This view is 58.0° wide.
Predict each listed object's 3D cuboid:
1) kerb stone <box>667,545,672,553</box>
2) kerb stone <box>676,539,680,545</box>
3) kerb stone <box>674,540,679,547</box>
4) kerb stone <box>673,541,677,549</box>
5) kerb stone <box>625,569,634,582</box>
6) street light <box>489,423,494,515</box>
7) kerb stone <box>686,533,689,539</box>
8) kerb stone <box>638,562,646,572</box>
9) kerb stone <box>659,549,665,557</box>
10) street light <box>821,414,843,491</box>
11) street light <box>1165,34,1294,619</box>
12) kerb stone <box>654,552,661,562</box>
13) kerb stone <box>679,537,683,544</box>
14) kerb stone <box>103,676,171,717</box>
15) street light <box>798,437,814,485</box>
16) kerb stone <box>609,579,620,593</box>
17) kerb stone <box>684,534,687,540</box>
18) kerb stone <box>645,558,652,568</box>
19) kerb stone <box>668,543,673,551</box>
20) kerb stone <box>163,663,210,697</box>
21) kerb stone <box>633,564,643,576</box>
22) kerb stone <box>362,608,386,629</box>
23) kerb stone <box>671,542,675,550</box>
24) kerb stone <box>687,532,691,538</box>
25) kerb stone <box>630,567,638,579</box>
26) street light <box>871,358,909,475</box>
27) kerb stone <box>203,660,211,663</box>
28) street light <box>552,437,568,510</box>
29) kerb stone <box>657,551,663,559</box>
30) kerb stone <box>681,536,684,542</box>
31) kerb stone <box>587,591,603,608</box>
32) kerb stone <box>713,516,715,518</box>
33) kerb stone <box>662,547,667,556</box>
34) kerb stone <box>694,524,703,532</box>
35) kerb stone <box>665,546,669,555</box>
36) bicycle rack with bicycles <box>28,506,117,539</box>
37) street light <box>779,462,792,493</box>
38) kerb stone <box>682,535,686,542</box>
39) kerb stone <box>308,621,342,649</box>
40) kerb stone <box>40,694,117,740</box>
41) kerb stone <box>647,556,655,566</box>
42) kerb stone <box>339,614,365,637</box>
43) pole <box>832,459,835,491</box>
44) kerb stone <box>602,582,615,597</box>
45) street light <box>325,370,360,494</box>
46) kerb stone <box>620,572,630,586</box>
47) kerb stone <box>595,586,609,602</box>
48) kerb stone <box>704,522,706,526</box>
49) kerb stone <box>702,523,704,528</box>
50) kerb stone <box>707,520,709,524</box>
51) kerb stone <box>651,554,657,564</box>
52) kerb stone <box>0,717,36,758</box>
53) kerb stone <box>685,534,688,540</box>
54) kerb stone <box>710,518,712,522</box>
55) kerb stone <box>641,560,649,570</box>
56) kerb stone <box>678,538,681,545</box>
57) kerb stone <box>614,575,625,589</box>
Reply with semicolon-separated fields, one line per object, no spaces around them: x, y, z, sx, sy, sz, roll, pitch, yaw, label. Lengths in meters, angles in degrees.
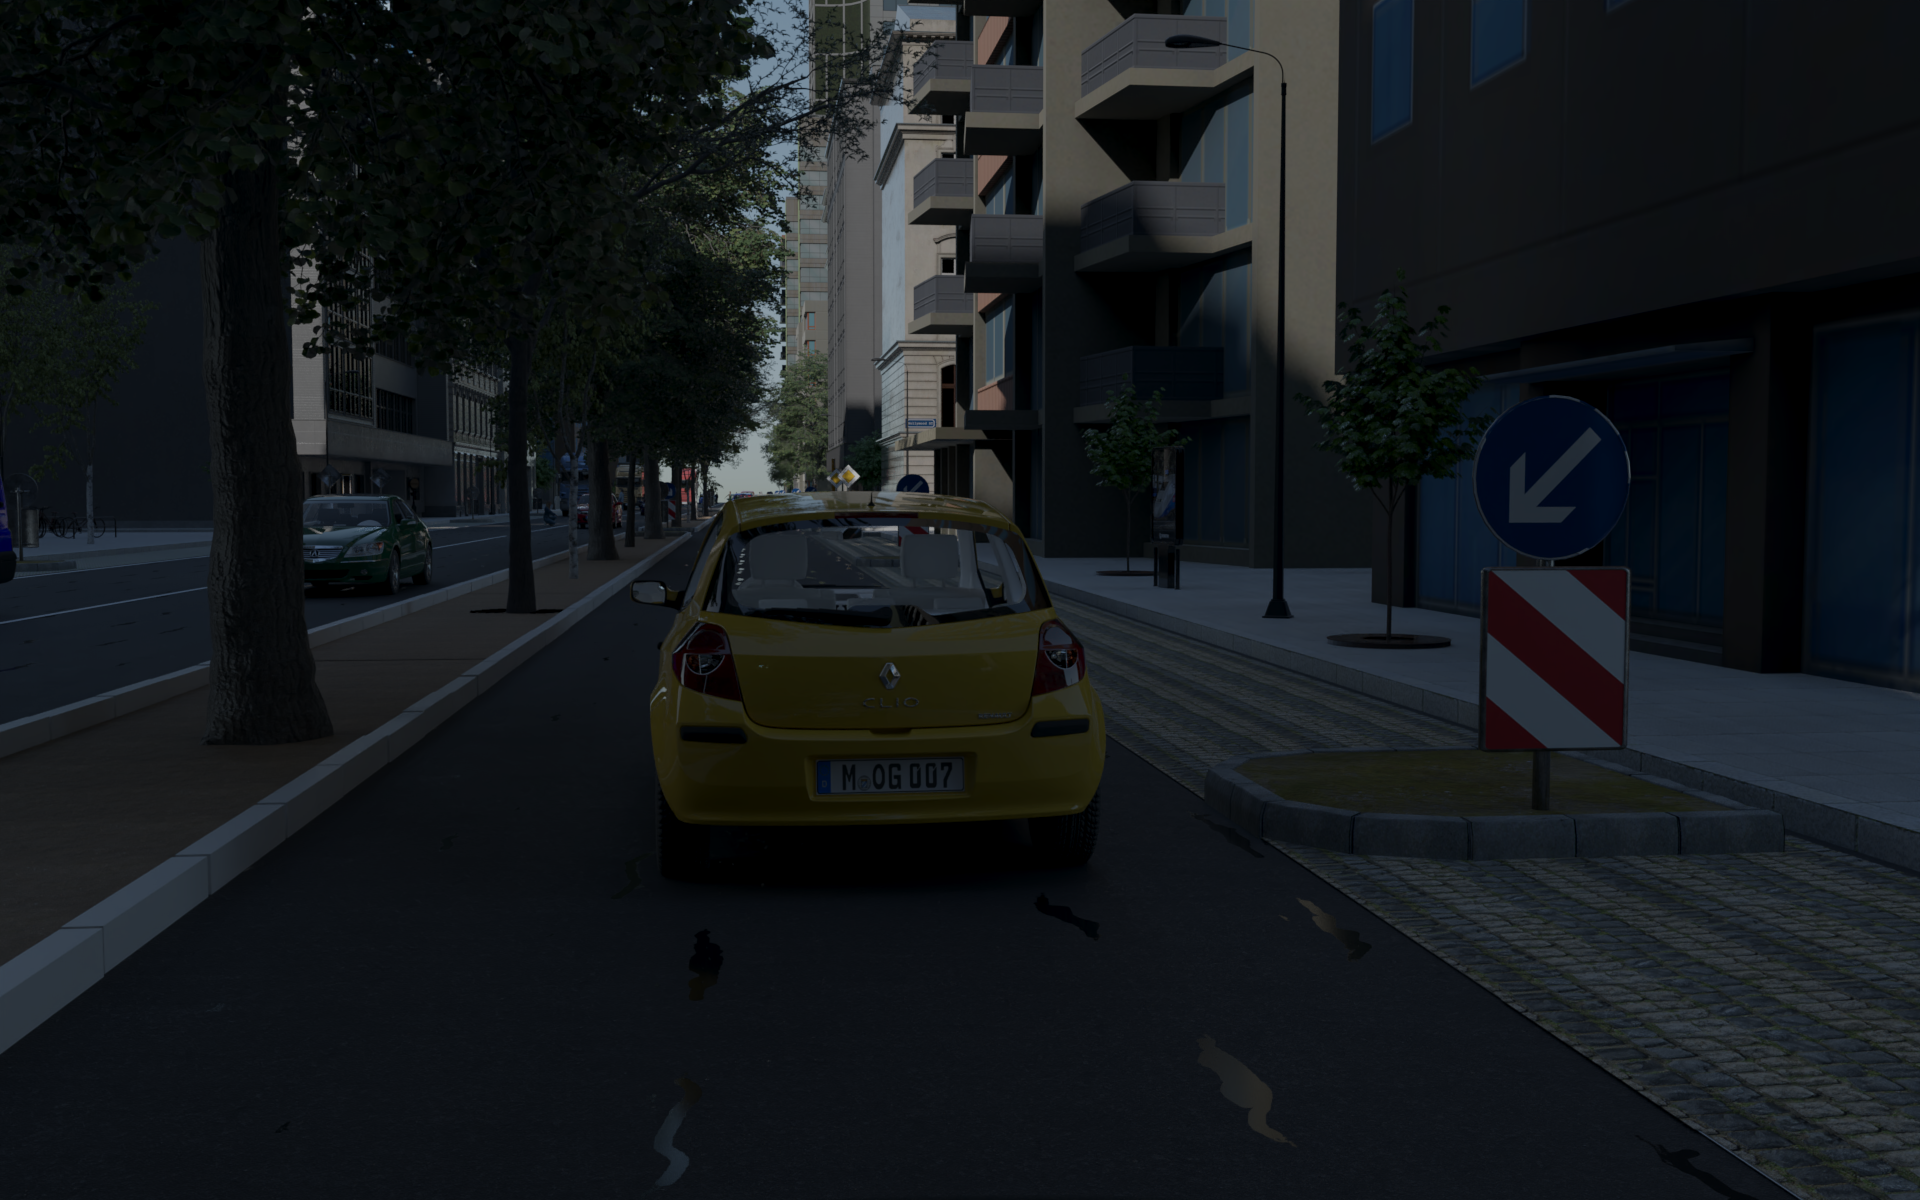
-7.022;-1.169;41.313;0.120;0.150;1.000;0;4;-7;kerb stone
-7.647;-1.480;46.387;0.120;0.150;1.000;0;4;-7;kerb stone
-7.520;-1.411;45.372;0.120;0.150;1.000;0;4;-7;kerb stone
-7.400;-1.354;44.357;0.120;0.150;1.000;0;4;-7;kerb stone
-5.419;-0.360;28.081;0.120;0.150;1.000;0;4;-7;kerb stone
-28.197;-8.172;106.151;1.470;5.913;1.316;0;4;-7;street light
-8.521;-1.916;53.518;0.120;0.150;1.000;0;4;-7;kerb stone
-5.784;-0.546;31.130;0.120;0.150;1.000;0;4;-7;kerb stone
-6.654;-0.979;38.245;0.120;0.150;1.000;0;4;-7;kerb stone
-7.377;-7.840;100.731;1.470;5.913;1.316;0;4;-7;street light
2.763;-2.765;17.744;1.470;5.913;1.316;0;4;-7;street light
-6.402;-0.857;36.215;0.120;0.150;1.000;0;4;-7;kerb stone
-7.899;-1.602;48.433;0.120;0.150;1.000;0;4;-7;kerb stone
-5.497;0.653;11.522;0.120;0.150;1.000;0;4;-7;kerb stone
-12.579;-10.354;141.837;1.470;5.913;1.316;0;4;-7;street light
-5.040;-0.172;25.014;0.120;0.150;1.000;0;4;-7;kerb stone
-8.271;-1.791;51.477;0.120;0.150;1.000;0;4;-7;kerb stone
-6.038;-0.671;33.170;0.120;0.150;1.000;0;4;-7;kerb stone
-7.152;-1.231;42.327;0.120;0.150;1.000;0;4;-7;kerb stone
-5.632;0.599;12.536;0.120;0.150;1.000;0;4;-7;kerb stone
-5.656;-0.483;30.116;0.120;0.150;1.000;0;4;-7;kerb stone
-6.372;0.221;18.632;0.120;0.150;1.000;0;4;-7;kerb stone
-7.273;-1.293;43.342;0.120;0.150;1.000;0;4;-7;kerb stone
-8.642;-1.978;54.538;0.120;0.150;1.000;0;4;-7;kerb stone
-5.543;-0.421;29.100;0.120;0.150;1.000;0;4;-7;kerb stone
-2.335;-5.298;59.156;1.470;5.913;1.316;0;4;-7;street light
-5.744;0.529;13.551;0.120;0.150;1.000;0;4;-7;kerb stone
-32.492;-10.285;140.707;1.470;5.913;1.316;0;4;-7;street light
-6.526;-0.915;37.230;0.120;0.150;1.000;0;4;-7;kerb stone
-8.018;-1.666;49.448;0.120;0.150;1.000;0;4;-7;kerb stone
-4.660;0.015;21.951;0.120;0.150;1.000;0;4;-7;kerb stone
-13.189;-4.251;91.699;0.120;0.150;1.000;0;4;-7;kerb stone
-6.779;-1.044;39.264;0.120;0.150;1.000;0;4;-7;kerb stone
-10.449;-2.881;69.302;0.120;0.150;1.000;0;4;-7;kerb stone
-6.906;-1.107;40.292;0.120;0.150;1.000;0;4;-7;kerb stone
-26.216;-2.269;50.478;2.852;0.926;2.925;1;4;13;bicycle rack with bicycles
-21.707;-15.004;217.850;1.470;5.913;1.316;0;4;-7;street light
-8.145;-1.729;50.463;0.120;0.150;1.000;0;4;-7;kerb stone
-6.124;0.342;16.599;0.120;0.150;1.000;0;4;-7;kerb stone
-5.375;0.719;10.507;0.120;0.150;1.000;0;4;-7;kerb stone
-6.154;-0.727;34.186;0.120;0.150;1.000;0;4;-7;kerb stone
-6.249;0.280;17.617;0.120;0.150;1.000;0;4;-7;kerb stone
-7.269;-6.468;99.596;0.158;3.312;0.155;0;3;0;pole
-4.921;-0.110;23.996;0.120;0.150;1.000;0;4;-7;kerb stone
-23.200;-5.656;65.019;1.470;5.913;1.316;0;4;-7;street light
-5.289;-0.297;27.059;0.120;0.150;1.000;0;4;-7;kerb stone
-4.791;-0.047;22.965;0.120;0.150;1.000;0;4;-7;kerb stone
-10.944;-3.126;73.361;0.120;0.150;1.000;0;4;-7;kerb stone
-10.570;-2.942;70.317;0.120;0.150;1.000;0;4;-7;kerb stone
-11.574;-3.441;78.454;0.120;0.150;1.000;0;4;-7;kerb stone
-6.288;-0.795;35.200;0.120;0.150;1.000;0;4;-7;kerb stone
-5.253;0.777;9.489;0.120;0.150;1.000;0;4;-7;kerb stone
-8.393;-1.846;52.504;0.120;0.150;1.000;0;4;-7;kerb stone
-12.319;-3.813;84.586;0.120;0.150;1.000;0;4;-7;kerb stone
-5.912;-0.608;32.152;0.120;0.150;1.000;0;4;-7;kerb stone
-7.780;-1.542;47.407;0.120;0.150;1.000;0;4;-7;kerb stone
-5.165;-0.235;26.038;0.120;0.150;1.000;0;4;-7;kerb stone
